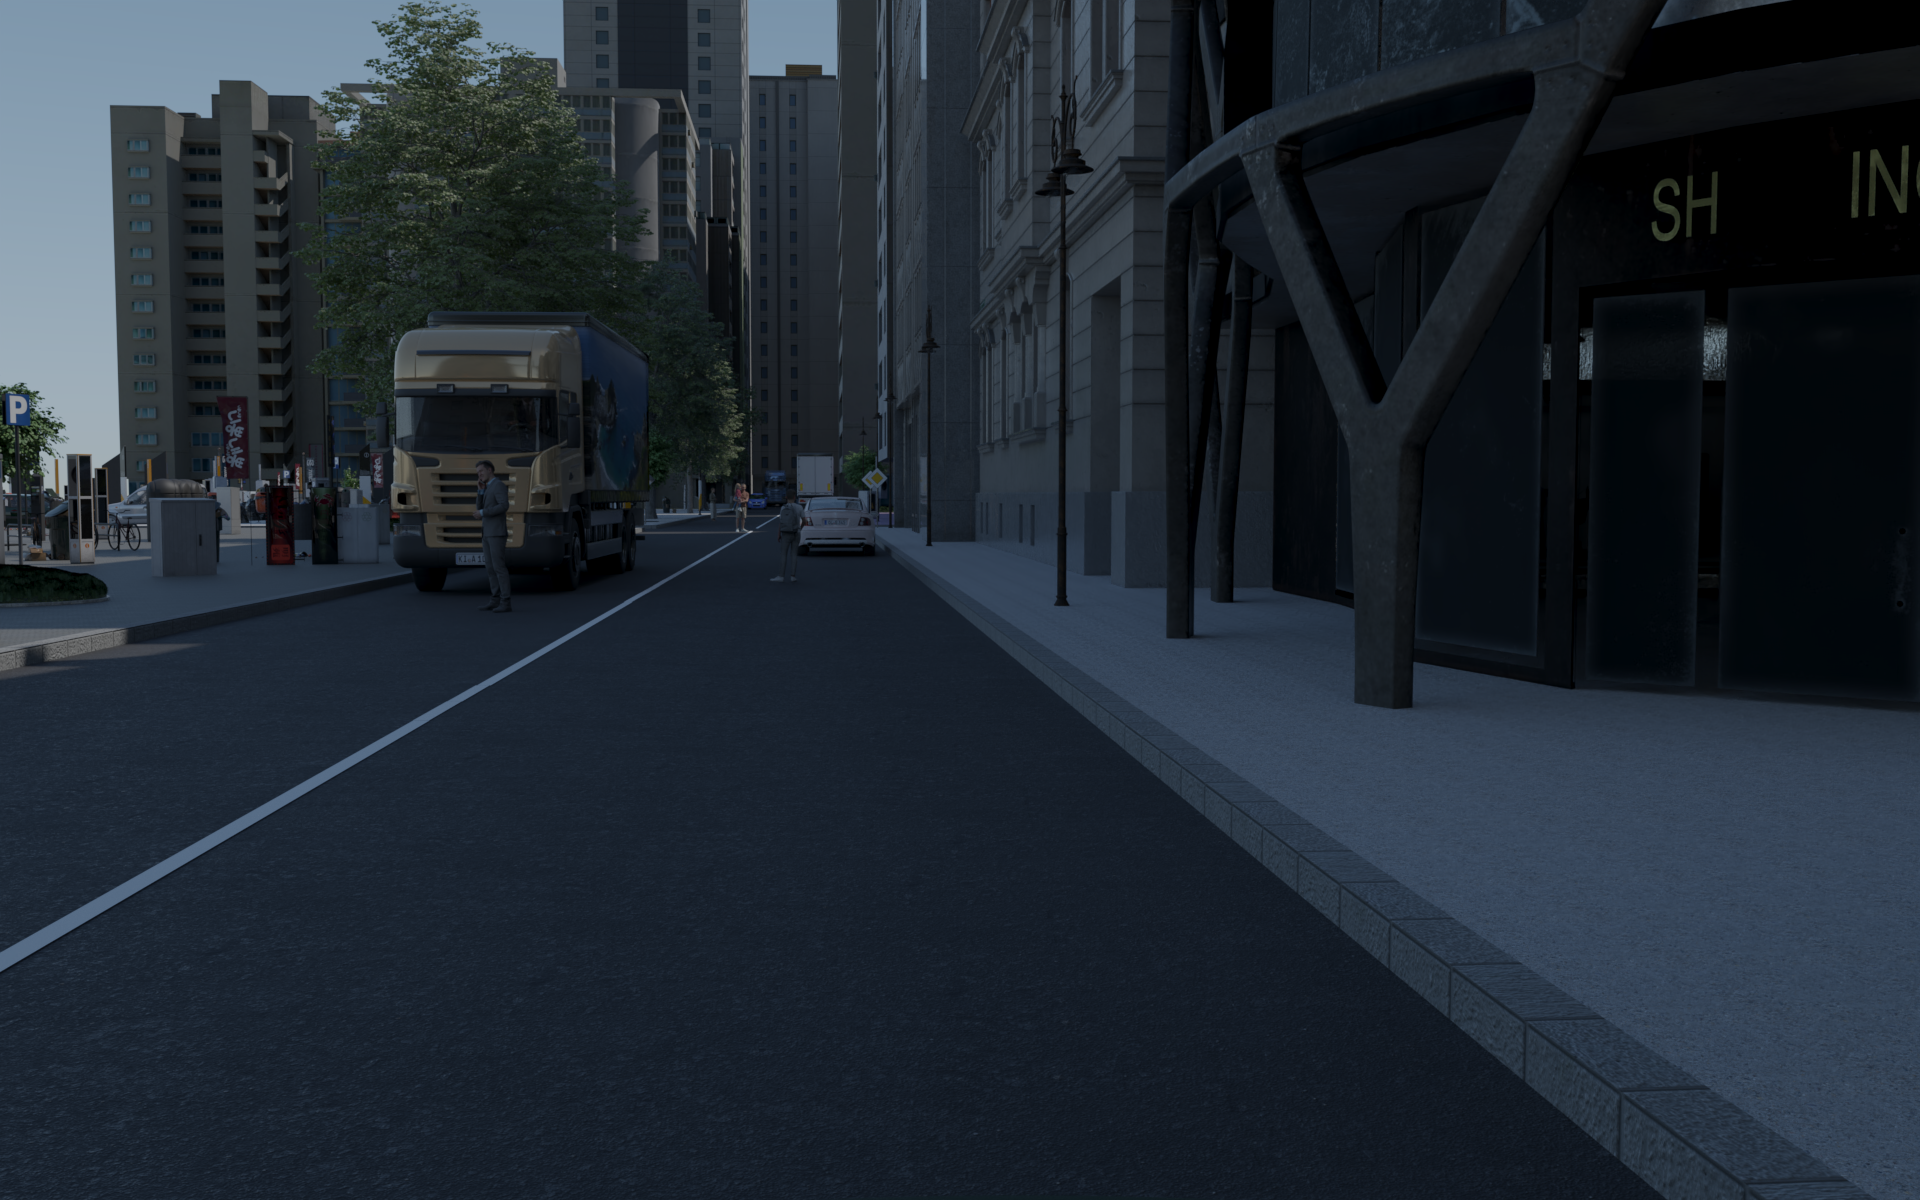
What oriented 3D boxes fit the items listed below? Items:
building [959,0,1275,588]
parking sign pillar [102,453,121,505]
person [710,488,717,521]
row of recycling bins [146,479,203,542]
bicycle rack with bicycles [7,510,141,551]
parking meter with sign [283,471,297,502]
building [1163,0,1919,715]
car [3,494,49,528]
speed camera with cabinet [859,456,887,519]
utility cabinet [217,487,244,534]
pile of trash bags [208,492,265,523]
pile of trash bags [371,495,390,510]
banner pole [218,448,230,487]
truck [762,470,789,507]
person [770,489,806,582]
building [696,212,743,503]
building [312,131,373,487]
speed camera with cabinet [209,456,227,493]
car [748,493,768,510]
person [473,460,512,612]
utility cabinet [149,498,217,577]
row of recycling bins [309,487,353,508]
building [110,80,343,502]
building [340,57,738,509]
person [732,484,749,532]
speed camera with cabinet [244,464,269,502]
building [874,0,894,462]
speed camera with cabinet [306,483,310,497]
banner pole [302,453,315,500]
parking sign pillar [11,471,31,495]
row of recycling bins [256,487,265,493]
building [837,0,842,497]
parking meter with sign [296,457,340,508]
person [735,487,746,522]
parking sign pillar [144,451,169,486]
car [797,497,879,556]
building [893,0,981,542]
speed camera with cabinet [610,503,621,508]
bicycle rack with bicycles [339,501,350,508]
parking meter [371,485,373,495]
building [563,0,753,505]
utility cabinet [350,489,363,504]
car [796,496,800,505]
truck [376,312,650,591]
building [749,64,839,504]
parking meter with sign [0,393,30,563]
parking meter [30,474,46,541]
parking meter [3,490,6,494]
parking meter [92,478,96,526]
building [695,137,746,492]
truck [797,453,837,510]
[{"bbox_3d":[7.521,-15.102,34.306,14.401,28.519,23.554,0,4,-5],"label":"building"},{"bbox_3d":[-53.845,-7.446,110.218,1.447,3.967,1.447,0,4,-3],"label":"parking sign pillar"},{"bbox_3d":[-12.995,-5.037,91.405,0.362,1.759,0.519,1,4,13],"label":"person"},{"bbox_3d":[-21.697,-2.502,48.020,1.069,1.692,3.534,-1,4,-12],"label":"row of recycling bins"},{"bbox_3d":[-20.228,-1.581,39.228,2.852,0.926,2.925,-3,5,-44],"label":"bicycle rack with bicycles"},{"bbox_3d":[-49.794,-8.147,129.466,0.543,3.016,1.738,1,4,13],"label":"parking meter with sign"},{"bbox_3d":[9.991,-9.000,14.595,16.820,18.784,16.811,0,4,-5],"label":"building"},{"bbox_3d":[-36.354,-3.527,67.461,4.222,1.686,2.009,0,4,-6],"label":"car"},{"bbox_3d":[-4.525,-5.864,90.212,0.660,3.252,2.038,2,4,28],"label":"speed camera with cabinet"},{"bbox_3d":[-23.360,-2.854,55.346,0.318,1.500,1.173,-3,5,-43],"label":"utility cabinet"},{"bbox_3d":[-34.595,-4.522,83.680,3.447,1.369,1.912,-3,4,-36],"label":"pile of trash bags"},{"bbox_3d":[-30.384,-4.946,90.623,3.447,1.369,1.912,3,4,36],"label":"pile of trash bags"},{"bbox_3d":[-40.036,-6.371,94.182,0.401,3.779,0.863,2,4,32],"label":"banner pole"},{"bbox_3d":[-21.559,-13.055,203.199,2.967,4.110,18.799,0,4,-5],"label":"truck"},{"bbox_3d":[-2.810,-1.057,28.373,0.523,1.515,0.503,3,4,37],"label":"person"},{"bbox_3d":[-29.862,-24.897,178.769,14.160,30.474,14.107,0,4,-5],"label":"building"},{"bbox_3d":[-60.881,-33.899,208.868,28.867,44.769,22.147,0,4,-5],"label":"building"},{"bbox_3d":[-38.071,-5.823,89.545,0.660,3.252,2.038,-3,4,-36],"label":"speed camera with cabinet"},{"bbox_3d":[-18.824,-9.253,160.874,1.945,1.707,3.694,0,4,-5],"label":"car"},{"bbox_3d":[-5.739,-0.786,21.157,0.447,1.846,0.655,-2,4,-35],"label":"person"},{"bbox_3d":[-12.266,-0.992,27.383,0.306,1.237,1.020,2,4,26],"label":"utility cabinet"},{"bbox_3d":[-36.853,-5.792,101.814,3.534,1.692,1.069,2,4,29],"label":"row of recycling bins"},{"bbox_3d":[-86.084,-35.697,207.340,21.600,48.544,21.300,0,4,-5],"label":"building"},{"bbox_3d":[-36.967,-28.550,158.667,32.217,40.220,23.993,0,4,-5],"label":"building"},{"bbox_3d":[-8.306,-3.483,65.414,0.573,1.828,0.580,2,4,25],"label":"person"},{"bbox_3d":[-46.669,-7.367,114.791,0.660,3.252,2.038,1,4,16],"label":"speed camera with cabinet"},{"bbox_3d":[3.308,-18.843,79.790,14.107,30.474,14.160,0,4,-5],"label":"building"},{"bbox_3d":[-50.249,-8.583,134.661,0.660,3.252,2.038,0,4,-1],"label":"speed camera with cabinet"},{"bbox_3d":[-39.398,-7.012,104.666,0.863,3.779,0.401,0,4,-6],"label":"banner pole"},{"bbox_3d":[-71.211,-8.739,131.358,1.447,3.967,1.447,-1,4,-21],"label":"parking sign pillar"},{"bbox_3d":[-38.225,-5.410,95.561,1.069,1.692,3.534,-2,4,-26],"label":"row of recycling bins"},{"bbox_3d":[1.311,-31.250,134.643,21.300,48.544,21.600,0,4,-5],"label":"building"},{"bbox_3d":[-29.842,-5.171,80.802,1.738,3.016,0.543,-3,5,-45],"label":"parking meter with sign"},{"bbox_3d":[-11.182,-4.844,87.877,0.709,1.800,0.728,2,4,26],"label":"person"},{"bbox_3d":[-49.862,-7.280,107.503,1.447,3.967,1.447,-1,4,-8],"label":"parking sign pillar"},{"bbox_3d":[-2.986,-1.791,41.647,2.083,1.381,4.827,0,4,-4],"label":"car"},{"bbox_3d":[4.277,-14.556,56.005,12.078,24.808,19.932,0,4,-5],"label":"building"},{"bbox_3d":[-25.824,-8.307,130.155,0.660,3.252,2.038,2,4,29],"label":"speed camera with cabinet"},{"bbox_3d":[-31.067,-4.372,84.857,2.852,0.926,2.925,-1,4,-16],"label":"bicycle rack with bicycles"},{"bbox_3d":[-43.667,-7.524,128.735,0.399,1.863,0.255,3,5,45],"label":"parking meter"},{"bbox_3d":[-36.356,-47.308,211.736,20.611,71.187,20.563,0,4,-5],"label":"building"},{"bbox_3d":[-27.169,-4.242,78.041,0.318,1.500,1.173,0,4,-7],"label":"utility cabinet"},{"bbox_3d":[-14.246,-9.072,160.332,2.014,1.417,4.499,0,4,-5],"label":"car"},{"bbox_3d":[-7.073,-2.451,28.992,2.839,4.237,11.283,0,4,-4],"label":"truck"},{"bbox_3d":[-30.988,-42.708,240.273,28.212,58.520,21.231,0,4,-5],"label":"building"},{"bbox_3d":[-17.234,-2.089,30.420,1.738,3.016,0.543,1,4,14],"label":"parking meter with sign"},{"bbox_3d":[-25.215,-2.547,47.354,0.255,1.863,0.399,-1,4,-12],"label":"parking meter"},{"bbox_3d":[-62.846,-6.442,113.742,0.372,1.533,0.369,0,3,0],"label":"parking meter"},{"bbox_3d":[-30.910,-3.451,62.128,0.255,1.863,0.399,-1,4,-9],"label":"parking meter"},{"bbox_3d":[-31.341,-31.132,192.599,14.154,41.232,14.086,0,4,-5],"label":"building"},{"bbox_3d":[-10.302,-8.282,124.331,2.839,4.237,11.283,0,4,-4],"label":"truck"}]
